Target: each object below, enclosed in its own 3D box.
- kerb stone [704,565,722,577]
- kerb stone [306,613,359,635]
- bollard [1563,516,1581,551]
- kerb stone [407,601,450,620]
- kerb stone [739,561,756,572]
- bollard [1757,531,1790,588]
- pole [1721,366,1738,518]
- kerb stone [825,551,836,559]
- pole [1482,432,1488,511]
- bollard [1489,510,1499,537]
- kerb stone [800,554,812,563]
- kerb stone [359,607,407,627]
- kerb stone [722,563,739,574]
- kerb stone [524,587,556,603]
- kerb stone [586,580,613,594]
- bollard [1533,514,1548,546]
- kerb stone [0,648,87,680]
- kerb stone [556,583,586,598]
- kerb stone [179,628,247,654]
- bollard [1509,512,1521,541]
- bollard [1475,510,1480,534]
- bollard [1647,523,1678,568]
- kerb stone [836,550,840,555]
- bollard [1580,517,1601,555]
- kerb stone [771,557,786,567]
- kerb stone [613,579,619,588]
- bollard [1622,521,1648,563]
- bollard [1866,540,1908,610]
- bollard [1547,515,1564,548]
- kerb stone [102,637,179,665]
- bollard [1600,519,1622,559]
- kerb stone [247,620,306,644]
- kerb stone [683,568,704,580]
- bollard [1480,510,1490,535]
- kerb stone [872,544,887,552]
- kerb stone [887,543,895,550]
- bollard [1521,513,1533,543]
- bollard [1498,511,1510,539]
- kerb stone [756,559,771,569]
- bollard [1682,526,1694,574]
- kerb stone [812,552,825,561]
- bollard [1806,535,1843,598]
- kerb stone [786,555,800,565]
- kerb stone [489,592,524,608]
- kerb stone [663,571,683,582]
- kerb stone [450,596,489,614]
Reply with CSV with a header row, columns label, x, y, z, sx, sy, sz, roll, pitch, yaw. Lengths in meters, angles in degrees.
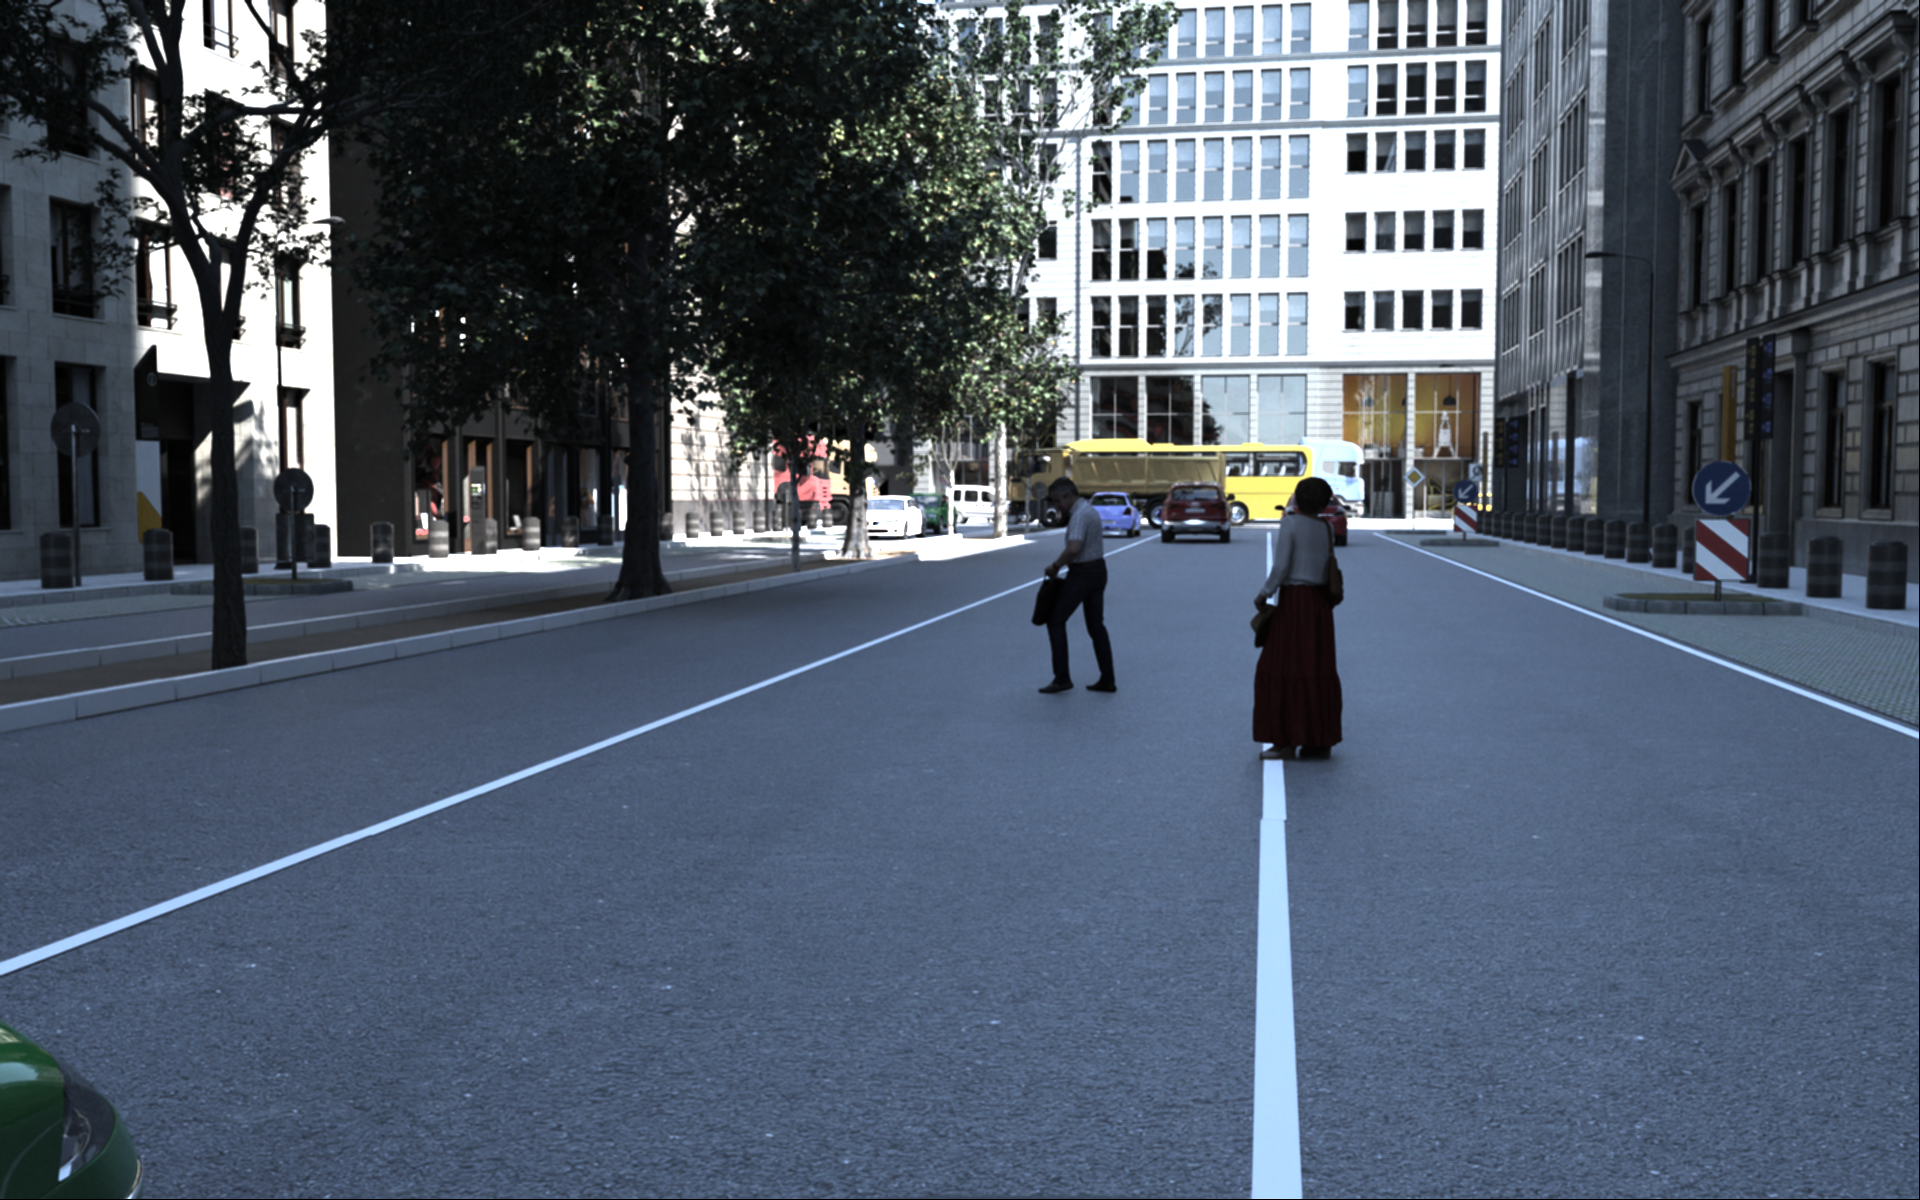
label,x,y,z,sx,sy,sz,roll,pitch,yaw
kerb stone,-4.393,-0.484,30.116,0.120,0.150,1.000,1,4,10
kerb stone,-6.567,0.262,17.951,0.120,0.150,1.000,1,4,10
bollard,13.847,-1.479,38.906,0.404,0.777,0.398,0,3,0
kerb stone,-6.198,0.135,19.981,0.120,0.150,1.000,1,4,10
kerb stone,-4.034,-0.604,32.134,0.120,0.150,1.000,1,4,10
bollard,11.142,-0.551,23.719,0.404,0.777,0.398,0,3,0
pole,12.264,-2.069,27.666,0.158,3.312,0.155,0,3,0
kerb stone,-2.962,-0.975,38.193,0.120,0.150,1.000,1,4,10
pole,17.248,-3.859,56.932,0.158,3.312,0.155,0,3,0
bollard,16.164,-2.275,51.920,0.404,0.777,0.398,0,3,0
kerb stone,-3.324,-0.854,36.175,0.120,0.150,1.000,1,4,10
kerb stone,-6.386,0.197,18.969,0.120,0.150,1.000,1,4,10
kerb stone,-4.224,-0.546,31.127,0.120,0.150,1.000,1,4,10
kerb stone,-5.660,-0.046,23.027,0.120,0.150,1.000,1,4,10
kerb stone,-5.308,-0.175,25.060,0.120,0.150,1.000,1,4,10
bollard,14.617,-1.744,43.239,0.404,0.777,0.398,0,3,0
kerb stone,-7.292,0.508,13.892,0.120,0.150,1.000,1,4,10
kerb stone,-5.481,-0.113,24.042,0.120,0.150,1.000,1,4,10
kerb stone,-6.926,0.386,15.920,0.120,0.150,1.000,1,4,10
bollard,15.391,-2.010,47.583,0.404,0.777,0.398,0,3,0
bollard,16.939,-2.541,56.270,0.404,0.777,0.398,0,3,0
bollard,12.301,-0.948,30.223,0.404,0.777,0.398,0,3,0
kerb stone,-2.774,-1.033,39.200,0.120,0.150,1.000,1,4,10
bollard,13.462,-1.347,36.740,0.404,0.777,0.398,0,3,0
kerb stone,-3.684,-0.731,34.154,0.120,0.150,1.000,1,4,10
kerb stone,-5.118,-0.233,26.071,0.120,0.150,1.000,1,4,10
bollard,12.684,-1.081,32.390,0.404,0.777,0.398,0,3,0
bollard,10.369,-0.285,19.378,0.404,0.777,0.398,0,3,0
bollard,14.232,-1.612,41.072,0.404,0.777,0.398,0,3,0
kerb stone,-7.111,0.451,14.908,0.120,0.150,1.000,1,4,10
bollard,13.077,-1.214,34.574,0.404,0.777,0.398,0,3,0
kerb stone,-6.745,0.325,16.934,0.120,0.150,1.000,1,4,10
kerb stone,-4.572,-0.423,29.106,0.120,0.150,1.000,1,4,10
bollard,16.549,-2.408,54.087,0.404,0.777,0.398,0,3,0
kerb stone,-2.056,-1.285,43.245,0.120,0.150,1.000,1,4,10
kerb stone,-1.879,-1.350,44.261,0.120,0.150,1.000,1,4,10
bollard,15.006,-1.877,45.404,0.404,0.777,0.398,0,3,0
bollard,15.780,-2.143,49.754,0.404,0.777,0.398,0,3,0
kerb stone,-3.863,-0.665,33.145,0.120,0.150,1.000,1,4,10
bollard,11.920,-0.816,28.056,0.404,0.777,0.398,0,3,0
kerb stone,-3.142,-0.917,37.183,0.120,0.150,1.000,1,4,10
bollard,10.757,-0.418,21.548,0.404,0.777,0.398,0,3,0
kerb stone,-3.495,-0.789,35.163,0.120,0.150,1.000,1,4,10
kerb stone,-5.838,0.012,22.015,0.120,0.150,1.000,1,4,10
kerb stone,-4.760,-0.358,28.090,0.120,0.150,1.000,1,4,10
kerb stone,-6.021,0.073,21.001,0.120,0.150,1.000,1,4,10
